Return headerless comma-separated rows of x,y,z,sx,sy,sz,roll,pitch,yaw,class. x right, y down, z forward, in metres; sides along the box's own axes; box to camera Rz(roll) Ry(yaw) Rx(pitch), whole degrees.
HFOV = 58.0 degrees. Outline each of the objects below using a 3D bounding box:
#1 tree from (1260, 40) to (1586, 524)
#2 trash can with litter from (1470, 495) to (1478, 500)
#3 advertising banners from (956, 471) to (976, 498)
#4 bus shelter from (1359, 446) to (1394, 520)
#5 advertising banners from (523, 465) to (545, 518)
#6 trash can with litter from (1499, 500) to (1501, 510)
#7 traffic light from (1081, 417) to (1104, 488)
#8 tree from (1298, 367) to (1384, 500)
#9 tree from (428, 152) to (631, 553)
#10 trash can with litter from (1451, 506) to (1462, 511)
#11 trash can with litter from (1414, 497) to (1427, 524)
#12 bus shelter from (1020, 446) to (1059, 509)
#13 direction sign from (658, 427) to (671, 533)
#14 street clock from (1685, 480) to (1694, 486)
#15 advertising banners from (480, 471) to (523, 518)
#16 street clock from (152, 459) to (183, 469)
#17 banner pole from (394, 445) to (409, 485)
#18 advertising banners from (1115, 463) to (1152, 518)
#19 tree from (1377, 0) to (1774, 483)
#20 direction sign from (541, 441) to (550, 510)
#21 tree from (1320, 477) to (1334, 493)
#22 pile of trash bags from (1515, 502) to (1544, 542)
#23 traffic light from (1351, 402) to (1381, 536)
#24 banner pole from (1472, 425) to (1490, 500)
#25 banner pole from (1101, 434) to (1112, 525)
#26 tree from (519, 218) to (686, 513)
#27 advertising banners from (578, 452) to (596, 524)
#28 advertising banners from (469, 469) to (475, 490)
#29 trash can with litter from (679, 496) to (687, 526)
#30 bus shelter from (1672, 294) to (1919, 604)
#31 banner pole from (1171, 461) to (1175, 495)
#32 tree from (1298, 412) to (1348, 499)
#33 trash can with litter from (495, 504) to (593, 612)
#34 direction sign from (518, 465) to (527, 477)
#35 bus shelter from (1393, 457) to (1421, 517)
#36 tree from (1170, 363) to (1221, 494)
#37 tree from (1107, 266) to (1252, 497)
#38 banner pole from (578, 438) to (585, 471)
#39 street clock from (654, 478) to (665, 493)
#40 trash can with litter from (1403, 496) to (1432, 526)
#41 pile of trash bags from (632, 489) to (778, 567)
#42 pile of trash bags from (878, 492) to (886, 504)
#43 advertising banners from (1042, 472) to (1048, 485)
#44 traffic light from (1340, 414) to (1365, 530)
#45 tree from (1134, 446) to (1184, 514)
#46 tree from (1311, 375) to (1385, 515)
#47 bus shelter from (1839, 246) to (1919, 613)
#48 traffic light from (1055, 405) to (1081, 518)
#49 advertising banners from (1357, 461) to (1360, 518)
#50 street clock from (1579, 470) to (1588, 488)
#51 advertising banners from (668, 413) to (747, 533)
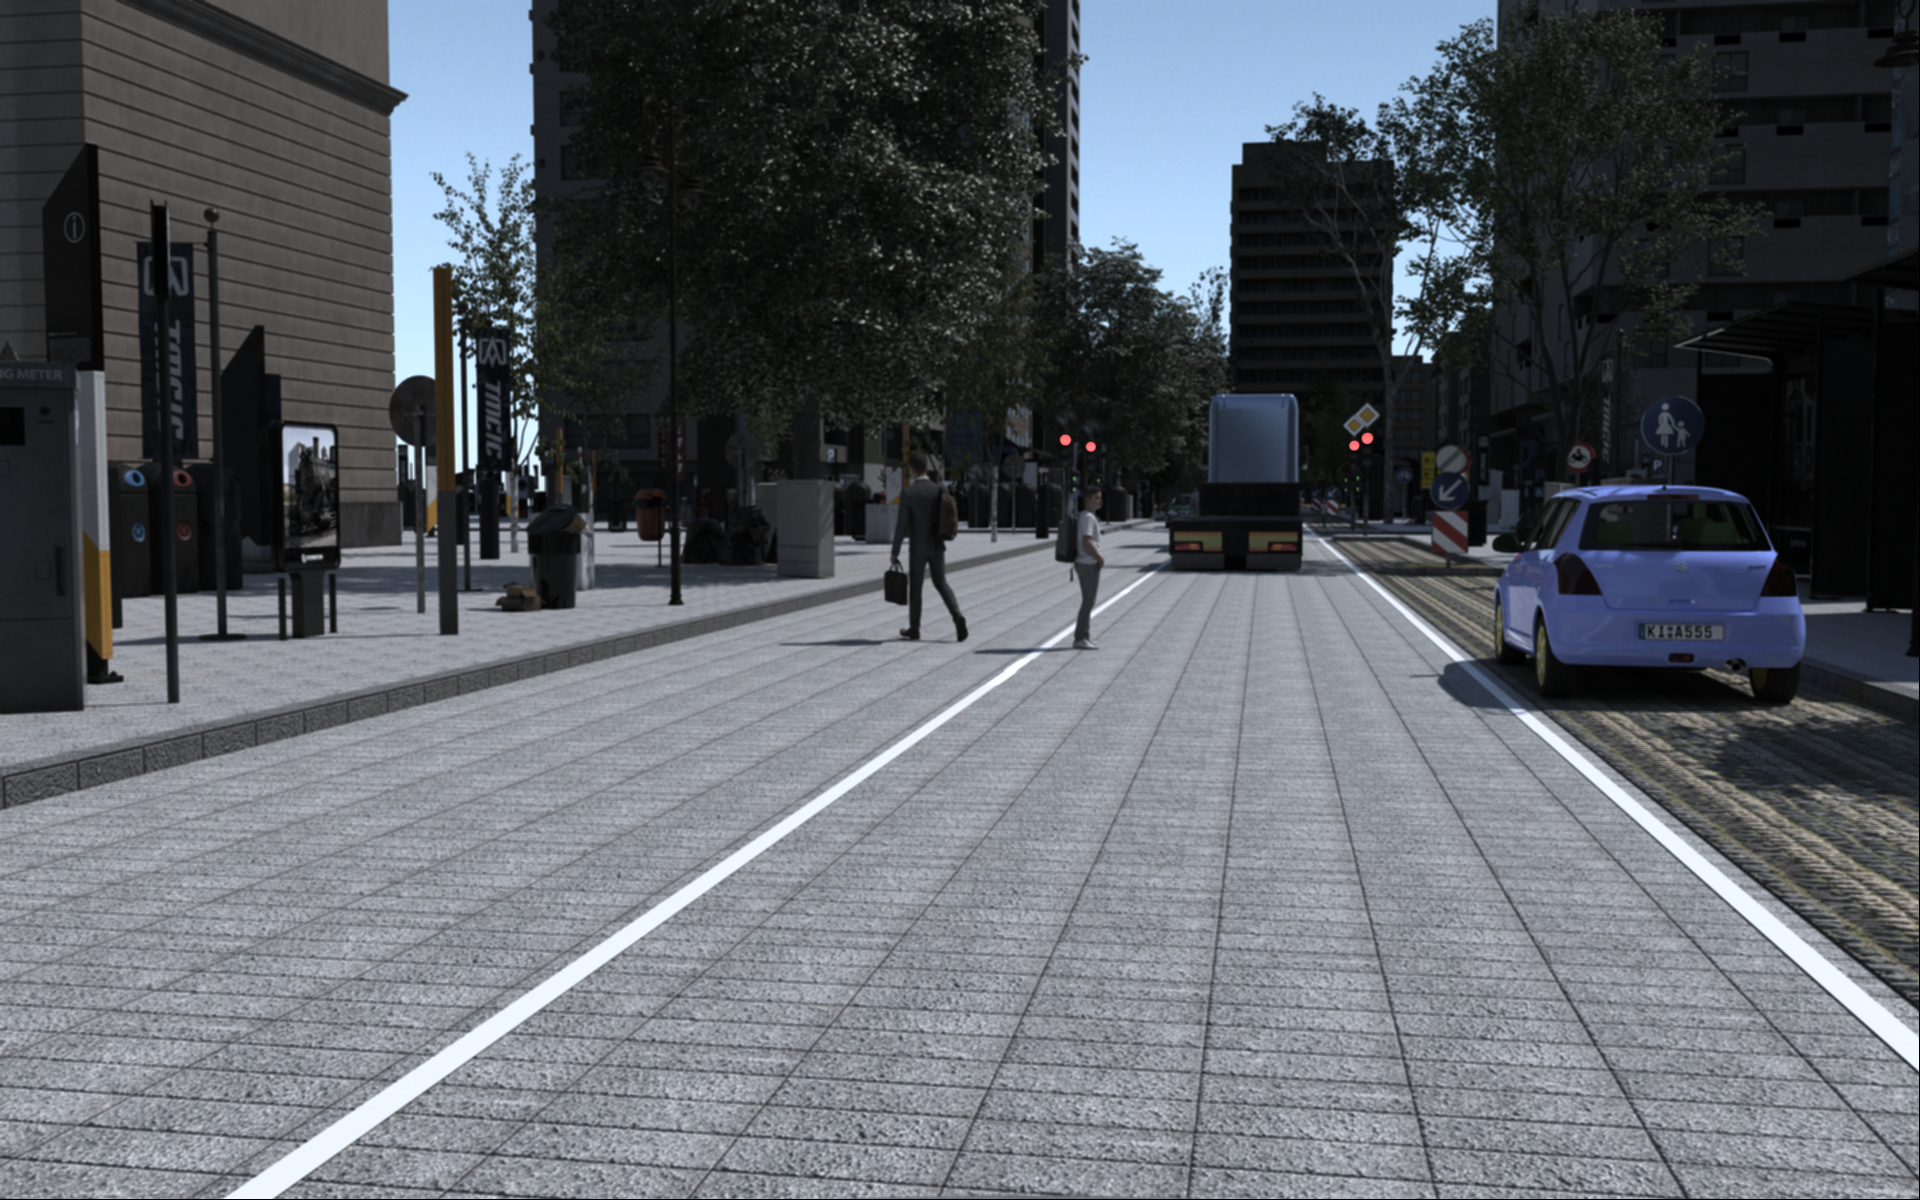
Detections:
19.342,-13.239,72.339,12.611,20.169,13.585,0,3,0,tree
30.306,-5.623,102.996,1.678,1.210,2.233,-3,5,-40,trash can with litter
0.474,-8.088,128.422,0.090,3.025,2.074,-3,5,-44,advertising banners
20.884,-5.884,87.483,1.731,3.624,6.357,1,4,10,bus shelter
-23.421,-5.918,92.951,2.074,3.025,0.090,0,4,7,advertising banners
28.707,-4.970,92.642,0.624,1.170,1.055,2,4,35,trash can with litter
4.772,-4.507,62.602,0.839,4.253,0.868,1,4,10,traffic light
27.356,-11.746,126.456,8.767,10.594,7.601,-2,4,-30,tree
-9.596,-5.336,37.610,4.737,8.622,4.395,0,3,0,tree
14.846,-2.424,51.015,0.624,1.170,1.055,-1,4,-9,trash can with litter
19.294,-3.756,72.791,0.624,1.170,1.055,1,4,15,trash can with litter
2.981,-4.995,75.586,2.014,3.302,5.546,1,4,10,bus shelter
-9.644,-4.001,57.412,0.876,3.537,0.379,2,4,29,direction sign
37.959,-5.232,90.111,0.358,2.002,0.471,-2,4,-31,street clock
-23.889,-5.729,89.857,2.074,3.025,0.090,0,4,-6,advertising banners
-13.667,-1.550,29.911,0.471,2.002,0.358,1,4,19,street clock
-24.911,-5.322,77.039,0.863,3.779,0.401,0,4,6,banner pole
9.323,-5.945,93.389,2.074,3.025,0.090,1,4,15,advertising banners
12.566,-6.725,35.715,9.928,11.665,9.643,0,3,0,tree
-17.864,-5.057,74.686,0.379,3.537,0.876,-3,4,-38,direction sign
37.318,-11.082,175.791,1.663,3.219,1.824,0,3,0,tree
16.591,-2.276,46.966,3.447,1.369,1.912,-3,5,-42,pile of trash bags
12.453,-3.929,53.154,0.839,4.253,0.868,1,4,10,traffic light
18.781,-4.443,62.658,0.863,3.779,0.401,-1,4,-19,banner pole
6.045,-5.014,71.988,0.401,3.779,0.863,2,4,31,banner pole
-9.849,-5.908,46.954,4.360,8.622,3.978,0,3,0,tree
-15.765,-4.708,73.157,0.090,3.025,2.074,0,4,6,advertising banners
-34.168,-7.497,118.762,2.074,3.025,0.090,-3,5,-41,advertising banners
-10.951,-3.605,69.996,1.678,1.210,2.233,1,4,12,trash can with litter
11.390,-1.993,23.876,1.731,3.624,6.357,1,4,10,bus shelter
16.157,-8.888,135.330,0.863,3.779,0.401,-2,4,-24,banner pole
43.758,-17.880,210.468,7.486,12.596,7.792,0,3,0,tree
-4.619,-0.479,19.216,0.624,1.170,1.055,2,4,27,trash can with litter
-33.768,-8.680,133.916,0.379,3.537,0.876,3,5,44,direction sign
24.464,-6.250,96.119,2.014,3.302,5.546,1,4,10,bus shelter
20.727,-15.108,157.383,12.009,13.543,11.850,0,3,0,tree
19.191,-17.569,143.135,12.611,20.169,13.585,0,3,0,tree
-16.721,-5.295,76.594,0.401,3.779,0.863,1,4,12,banner pole
-13.813,-4.592,79.655,0.471,2.002,0.358,1,4,23,street clock
19.014,-3.635,70.496,2.233,1.210,1.678,0,4,1,trash can with litter
-4.425,-1.335,31.576,3.447,1.369,1.912,-3,5,-43,pile of trash bags
-2.272,-3.641,69.281,1.912,1.369,3.447,-2,4,-34,pile of trash bags
7.622,-8.705,138.507,2.074,3.025,0.090,0,3,0,advertising banners
13.846,-4.410,61.018,0.839,4.253,0.868,1,4,10,traffic light
12.990,-7.970,114.016,4.285,4.588,4.351,0,3,0,tree
23.632,-9.485,105.446,4.737,8.622,4.395,0,3,0,tree
9.798,-1.490,15.642,1.731,3.624,6.357,1,4,10,bus shelter
3.380,-4.026,54.739,0.839,4.253,0.868,1,4,10,traffic light
21.697,-5.929,93.133,0.090,3.025,2.074,2,4,35,advertising banners
15.111,-2.296,42.105,0.358,2.002,0.471,1,4,15,street clock
-5.366,-2.466,36.513,2.074,3.025,0.090,2,4,29,advertising banners
